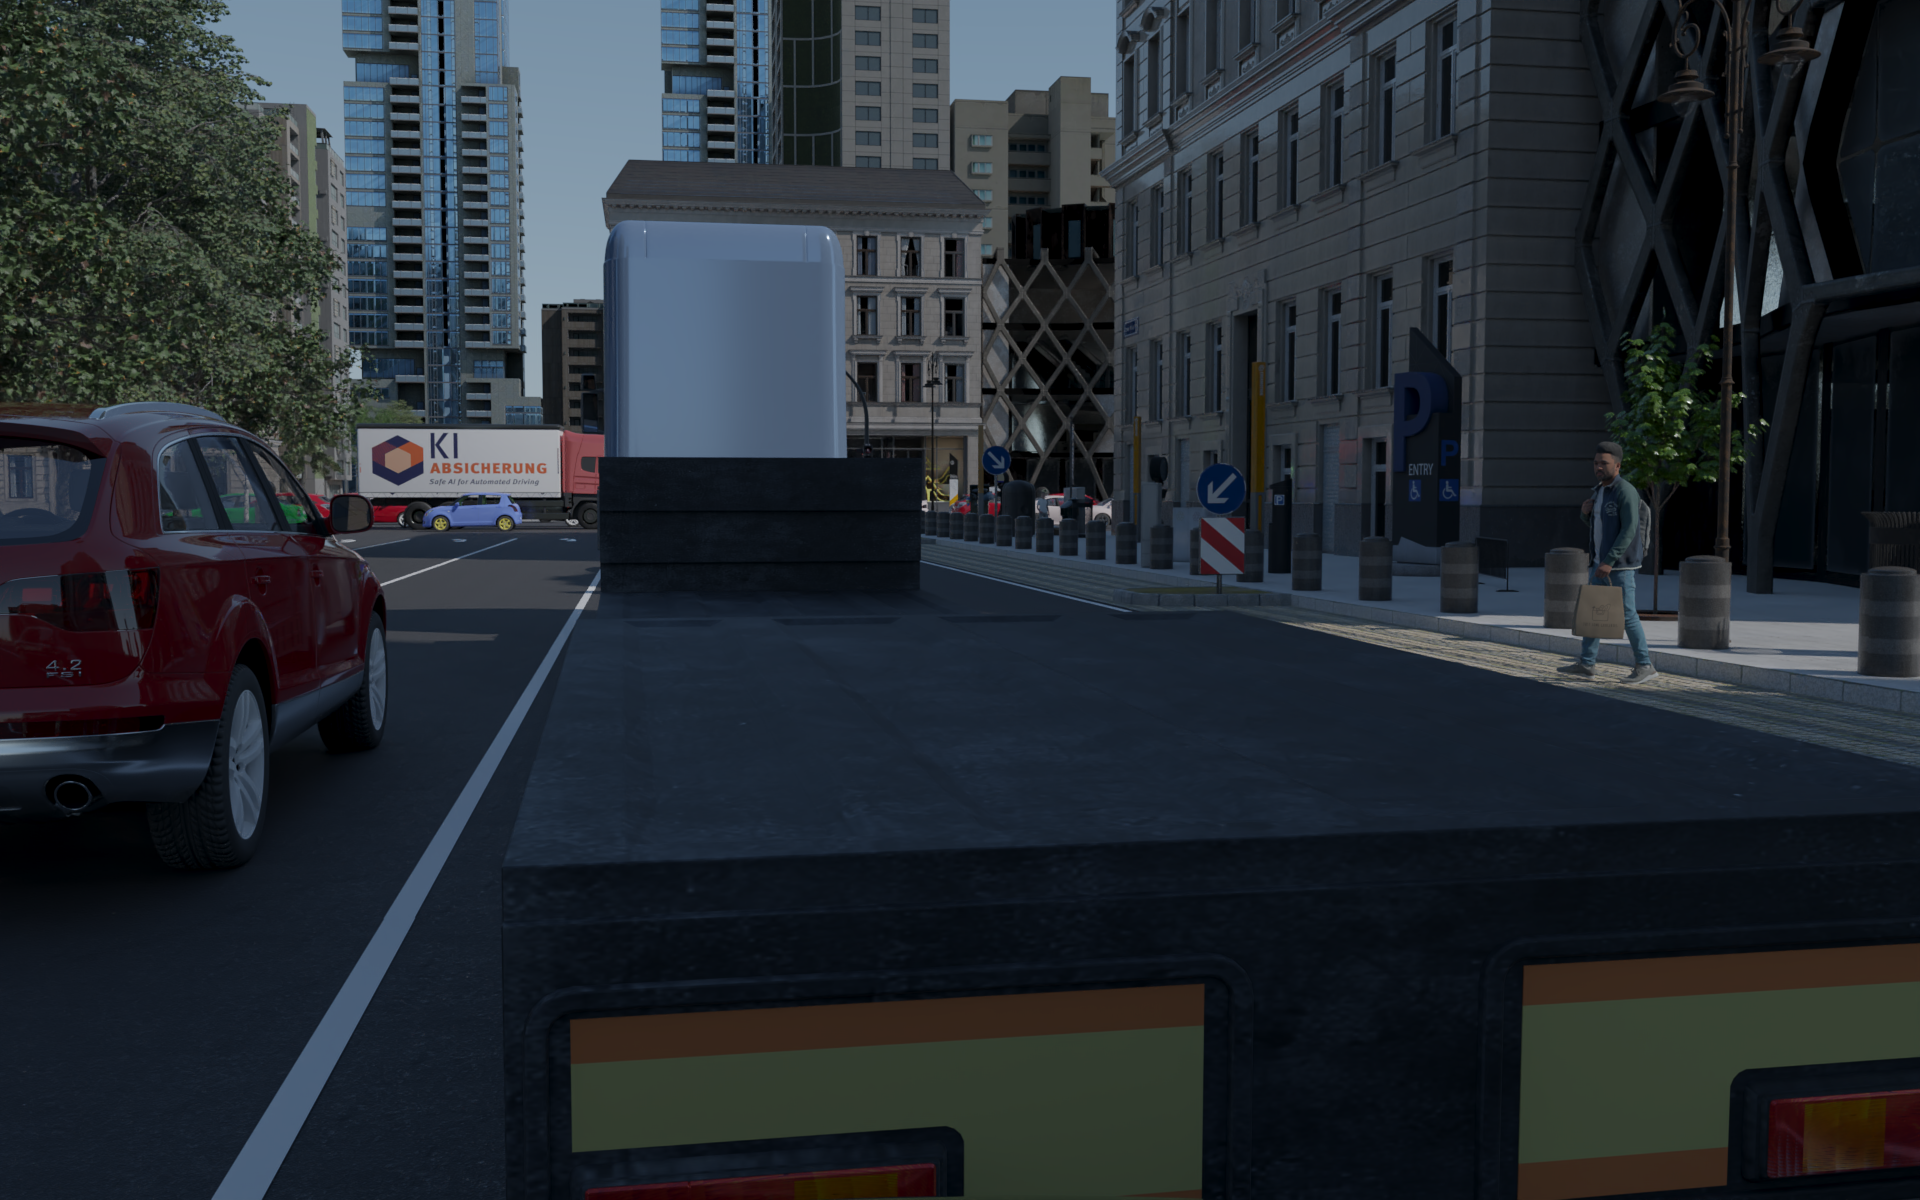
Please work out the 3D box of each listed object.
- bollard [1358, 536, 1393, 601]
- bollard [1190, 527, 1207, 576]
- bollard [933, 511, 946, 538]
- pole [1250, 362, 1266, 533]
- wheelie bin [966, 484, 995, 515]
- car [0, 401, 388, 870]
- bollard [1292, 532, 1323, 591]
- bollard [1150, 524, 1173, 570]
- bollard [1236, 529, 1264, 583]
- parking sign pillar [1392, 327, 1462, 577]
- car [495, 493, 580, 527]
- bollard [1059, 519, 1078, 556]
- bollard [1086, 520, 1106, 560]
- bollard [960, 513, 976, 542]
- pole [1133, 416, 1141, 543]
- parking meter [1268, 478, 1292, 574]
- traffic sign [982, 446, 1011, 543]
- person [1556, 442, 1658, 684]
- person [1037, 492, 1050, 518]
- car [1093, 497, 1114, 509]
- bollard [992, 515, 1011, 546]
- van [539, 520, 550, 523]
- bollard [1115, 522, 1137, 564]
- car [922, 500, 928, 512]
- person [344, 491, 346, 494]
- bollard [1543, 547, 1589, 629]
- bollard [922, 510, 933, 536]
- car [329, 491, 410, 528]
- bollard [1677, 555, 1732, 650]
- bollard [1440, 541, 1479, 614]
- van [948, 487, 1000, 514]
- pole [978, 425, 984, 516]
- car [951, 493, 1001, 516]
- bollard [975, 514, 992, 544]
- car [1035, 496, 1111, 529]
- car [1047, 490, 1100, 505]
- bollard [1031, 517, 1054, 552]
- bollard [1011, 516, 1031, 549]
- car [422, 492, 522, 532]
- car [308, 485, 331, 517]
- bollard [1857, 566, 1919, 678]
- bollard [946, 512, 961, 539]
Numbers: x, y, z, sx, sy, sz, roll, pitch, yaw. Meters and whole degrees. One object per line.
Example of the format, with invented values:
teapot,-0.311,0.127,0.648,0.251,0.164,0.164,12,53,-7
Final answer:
bollard,5.022,-0.380,20.929,0.404,0.777,0.398,0,3,0
bollard,3.840,-0.778,27.443,0.404,0.777,0.398,0,3,0
bollard,-0.489,-2.239,51.317,0.404,0.777,0.398,0,3,0
pole,4.618,-2.019,26.856,0.158,3.312,0.155,0,3,0
wheelie bin,0.671,-2.996,56.885,0.980,1.594,0.693,0,4,2
car,-3.993,0.042,7.988,2.281,1.827,5.304,-1,4,-10
bollard,4.628,-0.512,23.094,0.404,0.777,0.398,0,3,0
bollard,3.448,-0.911,29.616,0.404,0.777,0.398,0,3,0
bollard,4.232,-0.645,25.266,0.404,0.777,0.398,0,3,0
parking sign pillar,7.387,-2.383,27.426,1.447,3.967,1.447,-1,4,-17
car,-18.565,-4.136,76.302,5.304,1.827,2.281,-1,4,-12
bollard,2.267,-1.309,36.124,0.404,0.777,0.398,0,3,0
bollard,2.662,-1.176,33.945,0.404,0.777,0.398,0,3,0
bollard,0.303,-1.973,46.979,0.404,0.777,0.398,0,3,0
pole,4.661,-3.163,45.556,0.158,3.312,0.155,0,3,0
parking meter,5.182,-1.200,28.035,0.372,1.533,0.369,0,3,0
traffic sign,0.953,-2.790,45.723,0.768,2.556,0.104,0,4,-7
person,4.899,-0.278,13.035,0.713,1.824,0.794,1,4,13
person,2.932,-2.996,60.084,0.523,1.515,0.503,3,5,40
car,7.385,-4.166,80.474,4.827,1.381,2.083,-1,4,-9
bollard,1.088,-1.707,42.622,0.404,0.777,0.398,0,3,0
van,-22.684,-5.068,87.240,5.245,2.365,2.240,-1,4,-10
bollard,3.054,-1.044,31.780,0.404,0.777,0.398,0,3,0
car,-4.035,-4.679,88.867,4.827,1.381,2.083,-1,4,-9
person,-84.104,-13.959,236.820,1.348,1.812,0.705,-1,4,-9
bollard,5.808,-0.115,16.594,0.404,0.777,0.398,0,3,0
bollard,-0.875,-2.371,53.484,0.404,0.777,0.398,0,3,0
car,-24.947,-3.972,73.984,4.494,1.783,2.155,-1,4,-12
bollard,6.202,0.018,14.431,0.404,0.777,0.398,0,3,0
bollard,5.411,-0.247,18.763,0.404,0.777,0.398,0,3,0
van,1.439,-5.219,92.348,4.112,2.044,2.013,-1,4,-8
pole,0.611,-3.499,51.059,0.158,3.312,0.155,0,3,0
car,1.846,-4.279,78.998,4.494,1.783,2.155,-1,4,-10
bollard,0.695,-1.841,44.810,0.404,0.777,0.398,0,3,0
car,4.318,-3.680,72.531,4.827,1.381,2.083,-1,4,-10
car,6.313,-5.050,91.612,4.494,1.783,2.155,-1,4,-9
bollard,1.876,-1.442,38.288,0.404,0.777,0.398,0,3,0
bollard,1.485,-1.574,40.453,0.404,0.777,0.398,0,3,0
car,-18.792,-3.496,66.747,3.694,1.707,1.945,-1,4,-10
car,-24.966,-3.313,63.210,4.494,1.783,2.155,-1,4,-10
bollard,6.590,0.150,12.266,0.404,0.777,0.398,0,3,0
bollard,-0.093,-2.106,49.153,0.404,0.777,0.398,0,3,0
